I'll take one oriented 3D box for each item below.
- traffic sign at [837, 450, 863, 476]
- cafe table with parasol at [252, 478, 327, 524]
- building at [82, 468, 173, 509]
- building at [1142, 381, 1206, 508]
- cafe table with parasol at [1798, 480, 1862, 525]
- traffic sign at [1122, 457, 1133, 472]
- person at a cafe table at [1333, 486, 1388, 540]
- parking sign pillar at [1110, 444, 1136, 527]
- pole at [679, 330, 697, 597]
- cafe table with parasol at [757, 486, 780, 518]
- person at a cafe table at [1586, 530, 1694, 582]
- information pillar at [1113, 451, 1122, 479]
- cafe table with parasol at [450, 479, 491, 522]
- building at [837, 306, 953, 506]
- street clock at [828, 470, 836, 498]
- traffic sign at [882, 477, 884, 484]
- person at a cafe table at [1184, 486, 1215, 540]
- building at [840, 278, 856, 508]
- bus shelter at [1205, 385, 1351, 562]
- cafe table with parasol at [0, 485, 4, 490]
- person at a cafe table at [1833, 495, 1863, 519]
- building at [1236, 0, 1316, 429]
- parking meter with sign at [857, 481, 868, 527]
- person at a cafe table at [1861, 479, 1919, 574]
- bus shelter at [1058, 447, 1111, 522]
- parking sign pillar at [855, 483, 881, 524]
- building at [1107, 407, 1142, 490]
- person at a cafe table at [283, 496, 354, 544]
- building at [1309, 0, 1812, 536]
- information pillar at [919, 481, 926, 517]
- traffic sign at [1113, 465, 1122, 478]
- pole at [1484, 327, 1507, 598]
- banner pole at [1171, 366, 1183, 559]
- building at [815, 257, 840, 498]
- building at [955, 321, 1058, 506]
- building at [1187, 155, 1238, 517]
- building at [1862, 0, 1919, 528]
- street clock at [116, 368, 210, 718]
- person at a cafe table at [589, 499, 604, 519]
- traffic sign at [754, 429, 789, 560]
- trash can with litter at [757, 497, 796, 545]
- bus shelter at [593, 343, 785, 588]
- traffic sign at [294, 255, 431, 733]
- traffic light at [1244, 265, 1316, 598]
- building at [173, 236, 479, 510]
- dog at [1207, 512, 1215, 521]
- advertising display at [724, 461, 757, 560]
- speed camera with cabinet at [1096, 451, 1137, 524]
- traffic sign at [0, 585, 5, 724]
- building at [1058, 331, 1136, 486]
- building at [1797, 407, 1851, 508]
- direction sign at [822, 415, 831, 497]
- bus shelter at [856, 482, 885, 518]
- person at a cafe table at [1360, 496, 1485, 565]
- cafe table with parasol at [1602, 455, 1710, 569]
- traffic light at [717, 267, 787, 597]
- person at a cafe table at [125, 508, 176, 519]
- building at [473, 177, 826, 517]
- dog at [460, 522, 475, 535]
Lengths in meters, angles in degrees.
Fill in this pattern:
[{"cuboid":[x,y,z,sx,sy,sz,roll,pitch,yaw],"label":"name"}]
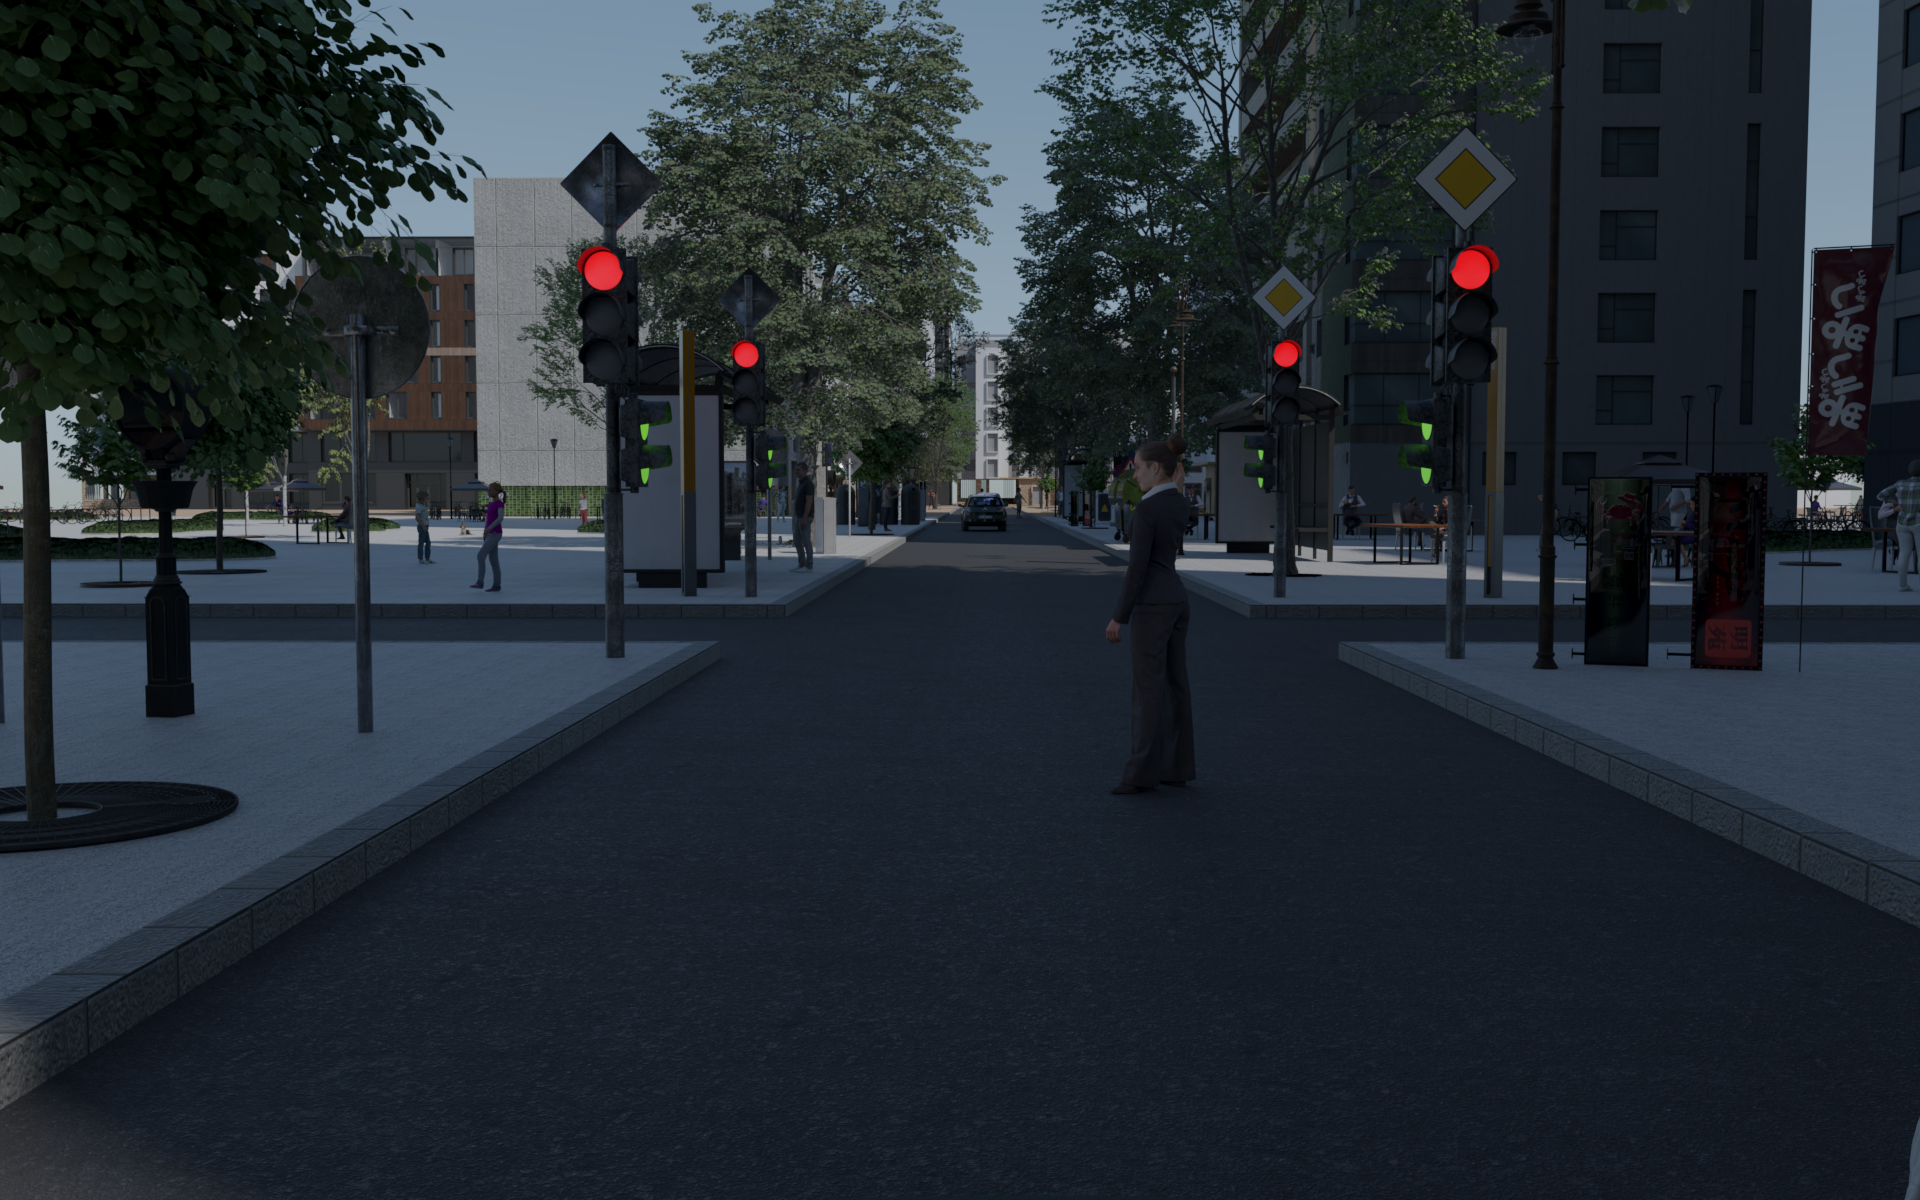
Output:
[{"cuboid":[-3.290,-3.161,51.416,0.795,2.593,0.064,0,4,7],"label":"traffic sign"},{"cuboid":[-28.453,-4.271,74.700,2.610,1.966,2.610,2,4,27],"label":"cafe table with parasol"},{"cuboid":[-70.887,-18.432,157.786,11.380,20.091,16.016,0,4,1],"label":"building"},{"cuboid":[18.929,-11.049,122.801,9.099,9.664,28.070,0,4,1],"label":"building"},{"cuboid":[35.631,-4.063,71.292,2.610,1.966,2.610,2,4,33],"label":"cafe table with parasol"},{"cuboid":[5.976,-3.714,60.733,0.884,2.594,0.081,1,4,9],"label":"traffic sign"},{"cuboid":[11.099,-2.473,48.942,1.698,1.524,1.622,0,4,4],"label":"person at a cafe table"},{"cuboid":[6.669,-4.907,68.706,1.447,3.967,1.447,1,4,11],"label":"parking sign pillar"},{"cuboid":[-3.404,-1.702,21.668,0.158,3.312,0.155,0,3,0],"label":"pole"},{"cuboid":[-11.039,-5.513,95.001,2.610,1.966,2.610,2,4,35],"label":"cafe table with parasol"},{"cuboid":[10.176,-0.911,25.754,1.726,1.238,1.698,-3,5,-43],"label":"person at a cafe table"},{"cuboid":[7.095,-5.279,77.672,0.504,3.616,0.183,0,4,6],"label":"information pillar"},{"cuboid":[-22.429,-4.619,80.380,2.610,1.966,2.610,-2,4,-33],"label":"cafe table with parasol"},{"cuboid":[-17.284,-21.932,202.558,32.646,21.610,27.936,0,4,1],"label":"building"},{"cuboid":[-3.882,-2.913,52.190,0.358,2.002,0.471,1,4,9],"label":"street clock"},{"cuboid":[-3.237,-4.467,73.144,0.768,2.556,0.104,0,4,1],"label":"traffic sign"},{"cuboid":[6.485,-2.479,49.054,1.698,1.524,1.622,1,4,13],"label":"person at a cafe table"},{"cuboid":[-15.146,-18.383,156.984,11.380,20.091,16.016,0,4,1],"label":"building"},{"cuboid":[6.291,-2.512,34.996,2.014,3.302,5.546,0,4,1],"label":"bus shelter"},{"cuboid":[-31.890,-3.071,55.070,2.610,1.966,2.610,0,4,-8],"label":"cafe table with parasol"},{"cuboid":[45.222,-4.677,87.324,1.698,1.238,1.726,1,4,10],"label":"person at a cafe table"},{"cuboid":[25.888,-28.204,84.837,21.300,48.544,21.600,0,4,1],"label":"building"},{"cuboid":[-3.872,-4.427,68.639,0.543,3.016,1.738,0,4,-5],"label":"parking meter with sign"},{"cuboid":[15.658,-1.217,28.408,1.698,1.524,1.622,-1,4,-12],"label":"person at a cafe table"},{"cuboid":[5.512,-5.105,77.393,2.014,3.302,5.546,0,4,1],"label":"bus shelter"},{"cuboid":[-3.923,-5.313,75.332,1.447,3.967,1.447,-2,4,-33],"label":"parking sign pillar"},{"cuboid":[18.270,-12.768,150.899,9.099,9.664,28.070,0,4,1],"label":"building"},{"cuboid":[-16.142,-2.064,44.608,1.726,1.238,1.698,2,4,25],"label":"person at a cafe table"},{"cuboid":[19.197,-17.613,59.667,14.160,30.474,14.107,0,4,1],"label":"building"},{"cuboid":[-2.094,-5.662,97.071,0.304,2.012,0.304,2,4,31],"label":"information pillar"},{"cuboid":[7.003,-4.592,75.180,0.768,2.556,0.104,0,4,3],"label":"traffic sign"},{"cuboid":[6.585,-1.680,21.306,0.158,3.312,0.155,0,3,0],"label":"pole"},{"cuboid":[4.212,-2.709,34.309,0.401,3.779,0.863,0,4,4],"label":"banner pole"},{"cuboid":[-18.043,-17.014,134.593,16.016,20.091,11.380,0,4,1],"label":"building"},{"cuboid":[5.131,-20.778,196.145,11.380,20.091,16.016,0,4,1],"label":"building"},{"cuboid":[21.715,-15.042,102.360,16.016,20.091,11.380,0,4,1],"label":"building"},{"cuboid":[35.113,-36.539,35.658,20.611,71.187,20.563,0,4,1],"label":"building"},{"cuboid":[-4.574,-0.330,9.973,0.471,2.002,0.358,1,4,13],"label":"street clock"},{"cuboid":[-15.871,-4.124,78.295,1.698,1.238,1.726,0,4,-3],"label":"person at a cafe table"},{"cuboid":[-3.712,-2.055,33.706,0.768,2.556,0.104,0,4,7],"label":"traffic sign"},{"cuboid":[-4.069,-1.998,43.718,1.678,1.210,2.233,-2,4,-26],"label":"trash can with litter"},{"cuboid":[-3.957,-1.967,26.089,2.014,3.302,5.546,0,4,1],"label":"bus shelter"},{"cuboid":[-3.207,-0.560,9.266,0.768,2.556,0.104,0,4,5],"label":"traffic sign"},{"cuboid":[3.953,-1.987,21.404,0.839,4.253,0.868,0,4,1],"label":"traffic light"},{"cuboid":[-48.952,-18.809,151.504,32.646,21.610,27.936,0,4,1],"label":"building"},{"cuboid":[11.980,-3.965,82.565,0.748,0.427,0.550,-1,4,-9],"label":"dog"},{"cuboid":[-4.417,-1.727,33.458,0.974,1.923,0.123,0,4,3],"label":"advertising display"},{"cuboid":[6.764,-4.837,73.420,2.038,3.252,0.660,2,4,35],"label":"speed camera with cabinet"},{"cuboid":[-5.396,-0.582,9.625,0.768,2.556,0.104,0,4,3],"label":"traffic sign"},{"cuboid":[26.567,-20.173,196.278,31.486,18.905,16.747,0,4,1],"label":"building"},{"cuboid":[67.850,-13.297,159.546,28.070,9.664,9.099,0,4,1],"label":"building"},{"cuboid":[-3.787,-3.499,49.201,0.379,3.537,0.876,-1,4,-21],"label":"direction sign"},{"cuboid":[-3.796,-5.484,80.953,1.731,3.624,6.357,0,4,1],"label":"bus shelter"},{"cuboid":[8.547,-1.286,31.883,1.726,1.238,1.698,-1,4,-13],"label":"person at a cafe table"},{"cuboid":[12.240,-1.560,30.369,2.610,1.966,2.610,-2,4,-25],"label":"cafe table with parasol"},{"cuboid":[-2.588,-1.991,21.472,0.839,4.253,0.868,0,4,1],"label":"traffic light"},{"cuboid":[-32.634,-3.628,70.182,1.698,1.238,1.726,3,5,45],"label":"person at a cafe table"},{"cuboid":[-18.583,-15.067,112.808,16.747,18.905,31.486,0,4,1],"label":"building"},{"cuboid":[-15.365,-2.220,54.035,0.748,0.427,0.550,-3,5,-42],"label":"dog"}]
